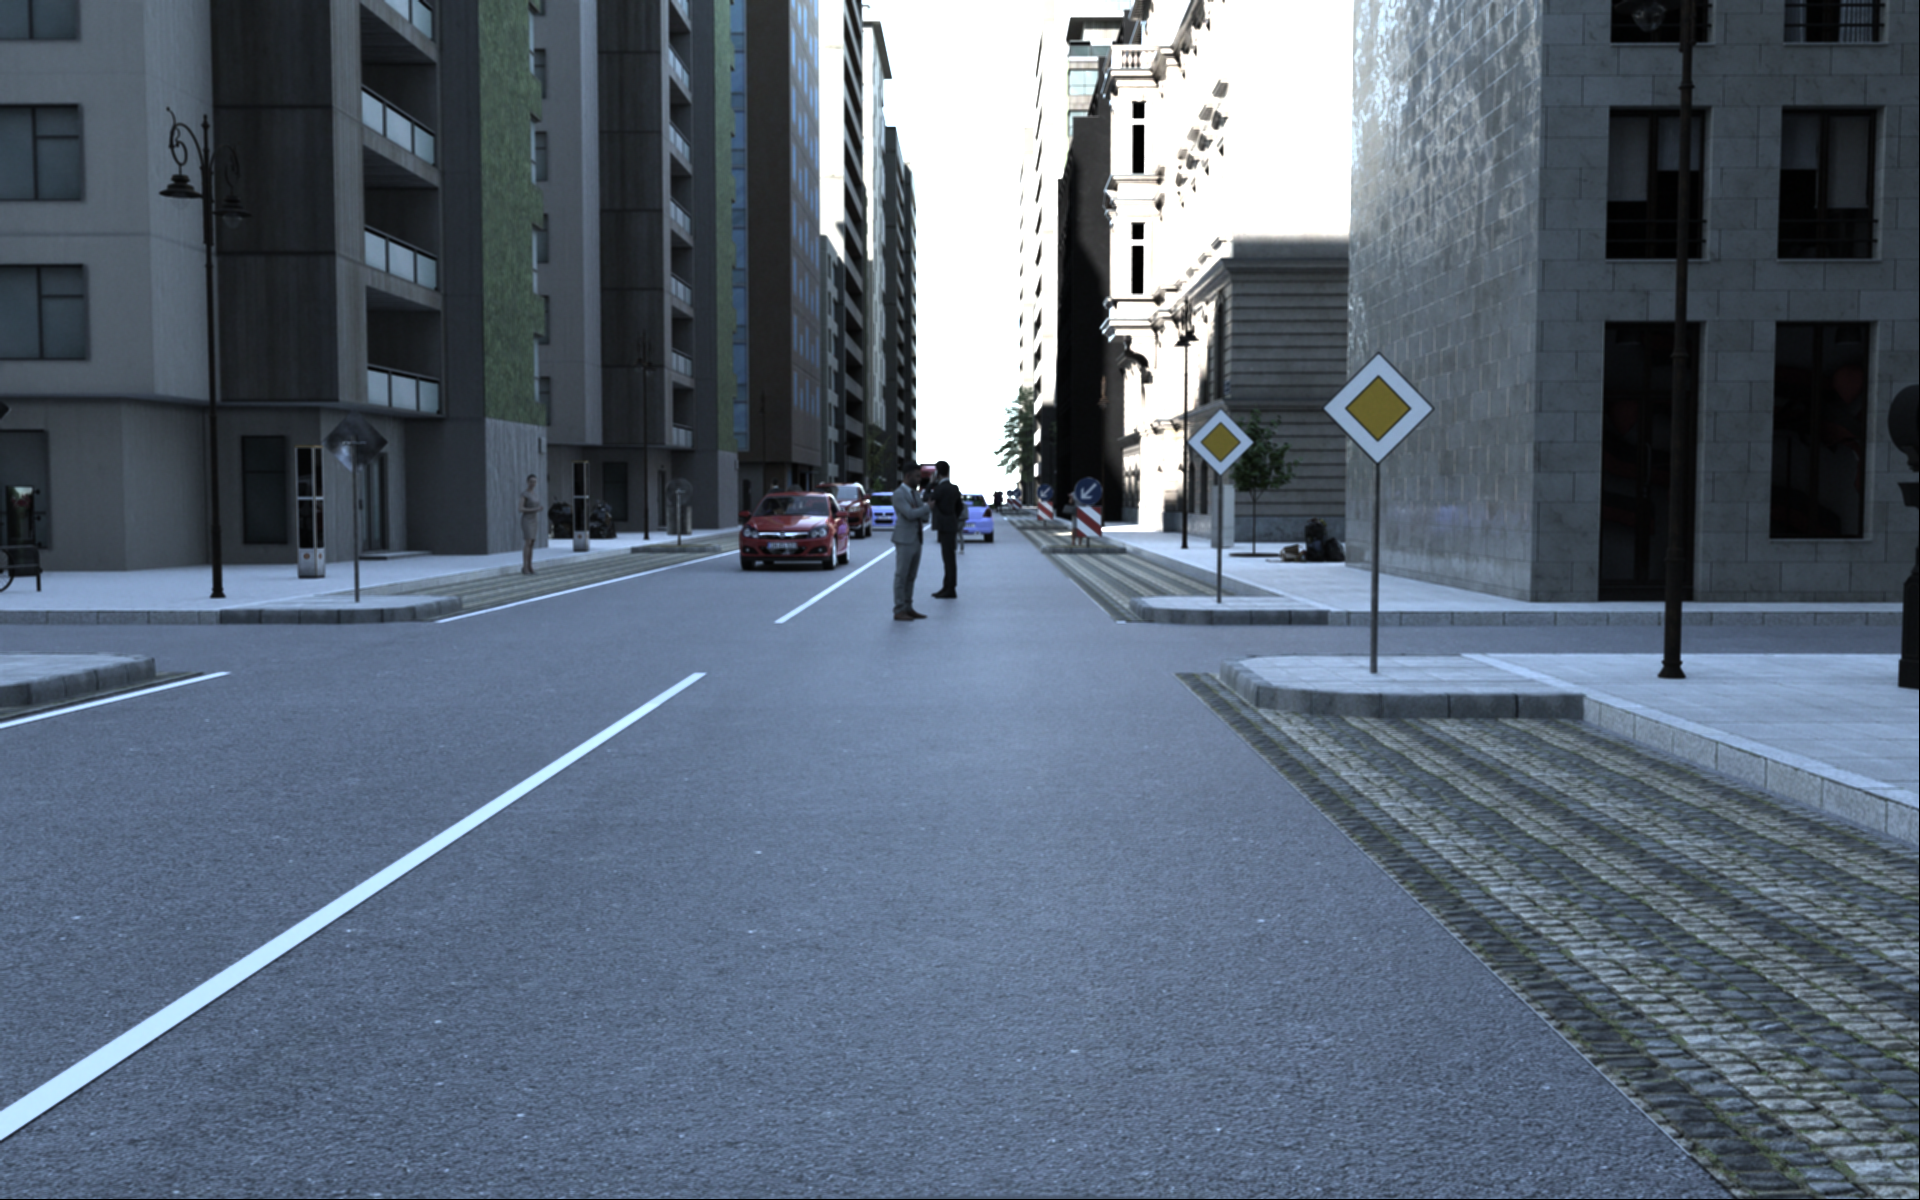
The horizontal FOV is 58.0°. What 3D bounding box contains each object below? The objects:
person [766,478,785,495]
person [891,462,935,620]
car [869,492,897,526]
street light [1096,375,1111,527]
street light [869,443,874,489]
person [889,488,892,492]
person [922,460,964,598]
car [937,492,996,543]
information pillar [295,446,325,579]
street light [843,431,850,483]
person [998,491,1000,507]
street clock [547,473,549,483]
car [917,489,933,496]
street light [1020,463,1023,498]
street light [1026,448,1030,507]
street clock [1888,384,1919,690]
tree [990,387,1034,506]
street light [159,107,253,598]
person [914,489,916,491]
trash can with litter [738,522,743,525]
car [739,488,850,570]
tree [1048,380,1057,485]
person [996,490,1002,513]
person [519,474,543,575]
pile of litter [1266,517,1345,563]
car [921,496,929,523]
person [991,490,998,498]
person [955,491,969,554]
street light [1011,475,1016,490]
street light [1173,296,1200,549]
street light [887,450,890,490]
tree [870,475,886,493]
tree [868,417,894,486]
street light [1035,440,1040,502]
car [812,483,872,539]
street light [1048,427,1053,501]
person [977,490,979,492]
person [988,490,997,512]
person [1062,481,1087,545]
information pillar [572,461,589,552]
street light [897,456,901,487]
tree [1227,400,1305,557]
[{"bbox_3d":[-5.302,-2.589,50.187,0.648,1.900,0.474,-3,5,-41],"label":"person"},{"bbox_3d":[-0.527,-0.677,19.751,0.466,1.800,0.511,1,4,13],"label":"person"},{"bbox_3d":[-2.967,-3.654,69.337,1.945,1.707,3.694,0,3,0],"label":"car"},{"bbox_3d":[5.596,-5.807,67.725,0.468,5.910,1.993,0,4,1],"label":"street light"},{"bbox_3d":[-7.718,-10.983,152.357,0.468,5.910,1.993,0,4,1],"label":"street light"},{"bbox_3d":[-4.262,-5.985,106.360,1.348,1.823,0.705,0,4,-6],"label":"person"},{"bbox_3d":[-0.249,-0.981,23.906,0.474,1.900,0.648,1,4,16],"label":"person"},{"bbox_3d":[0.141,-2.626,52.523,1.945,1.707,3.694,0,4,-1],"label":"car"},{"bbox_3d":[-9.895,-1.339,26.377,0.304,2.012,0.304,0,4,6],"label":"information pillar"},{"bbox_3d":[-8.091,-9.268,124.323,0.468,5.910,1.993,0,4,1],"label":"street light"},{"bbox_3d":[4.375,-11.572,197.725,0.705,1.821,1.348,0,4,-4],"label":"person"},{"bbox_3d":[-12.660,-2.922,52.344,0.471,2.002,0.358,0,4,-1],"label":"street clock"},{"bbox_3d":[-2.931,-8.302,144.403,2.281,1.827,5.304,0,4,1],"label":"car"},{"bbox_3d":[7.057,-13.889,199.873,0.468,5.910,1.993,0,4,1],"label":"street light"},{"bbox_3d":[6.743,-12.149,171.428,0.468,5.910,1.993,0,4,1],"label":"street light"},{"bbox_3d":[6.353,-0.417,11.393,0.471,2.002,0.358,-1,4,-18],"label":"street clock"},{"bbox_3d":[7.025,-16.203,183.051,7.486,12.596,7.792,0,3,0],"label":"tree"},{"bbox_3d":[-9.185,-2.964,21.257,0.468,5.910,1.993,0,4,1],"label":"street light"},{"bbox_3d":[-3.472,-7.596,132.676,1.348,1.826,0.705,-3,5,-44],"label":"person"},{"bbox_3d":[-9.410,-3.701,71.562,1.678,1.210,2.233,-1,4,-16],"label":"trash can with litter"},{"bbox_3d":[-3.215,-1.535,34.135,2.155,1.783,4.494,0,4,2],"label":"car"},{"bbox_3d":[7.126,-9.435,104.625,4.737,8.622,4.395,0,3,0],"label":"tree"},{"bbox_3d":[3.064,-7.639,134.312,0.530,1.710,0.541,-3,5,-40],"label":"person"},{"bbox_3d":[-7.591,-1.335,30.672,0.374,1.781,0.599,1,4,18],"label":"person"},{"bbox_3d":[6.605,-1.160,32.936,1.719,0.858,1.176,0,4,-4],"label":"pile of litter"},{"bbox_3d":[-2.537,-4.583,87.286,2.083,1.381,4.827,0,4,1],"label":"car"},{"bbox_3d":[3.395,-9.589,165.368,1.348,1.812,0.705,-2,4,-30],"label":"person"},{"bbox_3d":[-0.037,-1.872,41.710,0.523,1.515,0.503,0,4,6],"label":"person"},{"bbox_3d":[7.572,-17.247,254.768,0.468,5.910,1.993,0,4,1],"label":"street light"},{"bbox_3d":[5.291,-4.149,40.618,0.468,5.910,1.993,0,4,1],"label":"street light"},{"bbox_3d":[-7.422,-12.695,180.356,0.468,5.910,1.993,0,4,1],"label":"street light"},{"bbox_3d":[-8.102,-10.875,172.406,1.663,3.219,1.824,0,3,0],"label":"tree"},{"bbox_3d":[-8.623,-13.205,166.263,4.737,8.622,4.395,0,3,0],"label":"tree"},{"bbox_3d":[6.497,-10.486,144.227,0.468,5.910,1.993,0,4,1],"label":"street light"},{"bbox_3d":[-4.036,-2.966,57.169,2.281,1.827,5.304,0,4,1],"label":"car"},{"bbox_3d":[6.126,-8.814,116.900,0.468,5.910,1.993,0,4,1],"label":"street light"},{"bbox_3d":[1.596,-9.197,158.899,0.705,1.821,1.348,-3,5,-41],"label":"person"},{"bbox_3d":[2.831,-7.916,138.647,1.217,1.743,0.721,1,4,20],"label":"person"},{"bbox_3d":[3.057,-2.255,45.719,0.716,1.782,0.532,0,4,5],"label":"person"},{"bbox_3d":[-8.452,-2.086,38.605,0.304,2.012,0.304,0,4,1],"label":"information pillar"},{"bbox_3d":[-7.273,-14.380,207.896,0.468,5.910,1.993,0,4,1],"label":"street light"},{"bbox_3d":[5.972,-2.506,35.580,1.663,3.219,1.824,0,3,0],"label":"tree"}]
